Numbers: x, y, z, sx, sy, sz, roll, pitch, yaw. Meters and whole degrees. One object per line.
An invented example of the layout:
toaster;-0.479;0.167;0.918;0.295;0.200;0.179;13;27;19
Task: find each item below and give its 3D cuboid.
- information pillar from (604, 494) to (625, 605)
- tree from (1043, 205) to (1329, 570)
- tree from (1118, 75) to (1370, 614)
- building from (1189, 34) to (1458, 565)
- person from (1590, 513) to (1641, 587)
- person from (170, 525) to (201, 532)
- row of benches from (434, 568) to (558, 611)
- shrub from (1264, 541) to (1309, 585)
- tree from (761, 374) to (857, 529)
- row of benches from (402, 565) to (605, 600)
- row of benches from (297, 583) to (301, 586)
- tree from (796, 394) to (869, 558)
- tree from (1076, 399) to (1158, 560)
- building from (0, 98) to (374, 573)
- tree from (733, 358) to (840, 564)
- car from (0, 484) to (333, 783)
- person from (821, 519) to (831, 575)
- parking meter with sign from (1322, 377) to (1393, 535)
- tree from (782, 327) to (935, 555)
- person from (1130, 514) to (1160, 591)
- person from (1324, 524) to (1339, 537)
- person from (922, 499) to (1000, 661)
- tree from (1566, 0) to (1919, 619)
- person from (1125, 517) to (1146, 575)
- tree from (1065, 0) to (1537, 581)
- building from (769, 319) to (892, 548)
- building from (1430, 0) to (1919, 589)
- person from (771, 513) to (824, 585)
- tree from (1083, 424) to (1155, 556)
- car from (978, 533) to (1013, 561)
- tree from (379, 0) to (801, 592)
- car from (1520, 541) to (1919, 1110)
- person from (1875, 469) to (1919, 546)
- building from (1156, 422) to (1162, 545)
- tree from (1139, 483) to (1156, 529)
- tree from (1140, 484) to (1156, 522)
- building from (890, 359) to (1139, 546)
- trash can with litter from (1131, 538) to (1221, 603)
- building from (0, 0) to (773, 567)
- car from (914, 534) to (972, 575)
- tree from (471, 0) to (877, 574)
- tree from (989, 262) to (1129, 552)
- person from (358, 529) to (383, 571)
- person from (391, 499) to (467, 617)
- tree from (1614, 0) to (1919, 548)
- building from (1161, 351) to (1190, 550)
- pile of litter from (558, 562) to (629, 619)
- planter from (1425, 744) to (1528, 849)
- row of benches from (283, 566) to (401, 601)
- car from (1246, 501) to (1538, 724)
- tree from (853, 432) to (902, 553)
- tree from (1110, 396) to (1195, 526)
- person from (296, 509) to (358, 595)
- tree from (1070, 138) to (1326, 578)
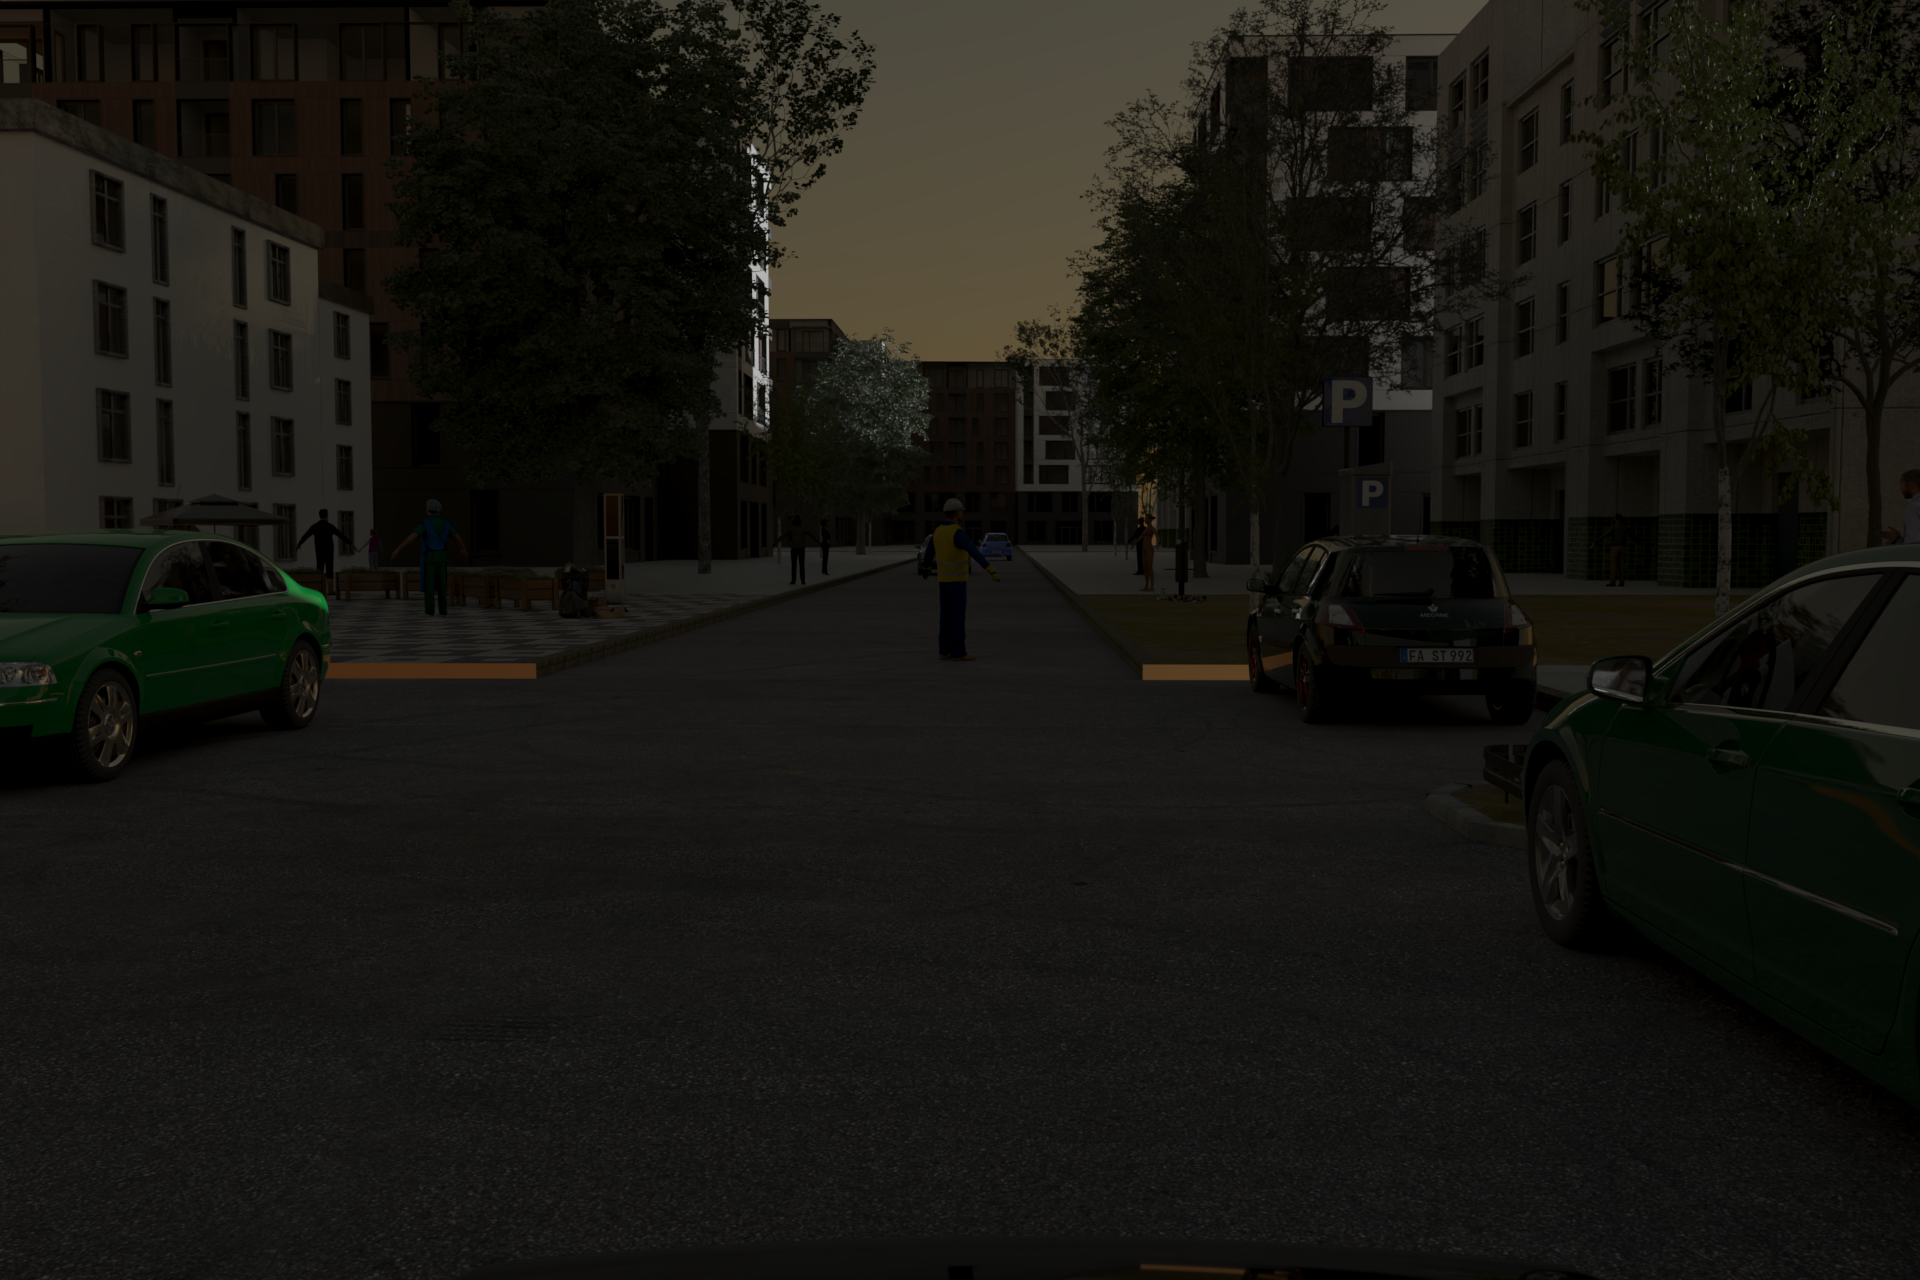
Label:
information pillar;-6.286;-1.652;31.505;0.304;2.012;0.304;0;4;2
tree;8.006;-9.245;61.522;12.009;13.543;11.850;0;3;0
tree;4.928;-4.710;27.372;4.360;8.622;3.978;0;3;0
building;25.351;-14.883;87.309;27.936;21.610;32.646;0;4;1
person;16.077;-2.208;42.370;1.348;1.796;0.705;-1;4;-9
person;-16.883;-1.949;37.627;1.354;1.858;0.705;0;4;3
row of benches;-8.312;-0.918;30.467;1.422;0.672;4.104;-3;5;-39
shrub;4.428;-0.685;22.321;1.383;1.207;1.383;0;3;0
tree;-7.154;-7.908;79.663;4.737;8.622;4.395;0;3;0
row of benches;-8.849;-1.147;34.224;4.104;0.672;1.422;-1;4;-14
row of benches;-10.652;-0.425;22.414;4.104;0.672;1.422;-1;4;-20
tree;-7.579;-8.662;91.989;4.360;8.622;3.978;0;3;0
tree;8.428;-8.256;85.345;4.360;8.622;3.978;0;3;0
building;-21.934;-6.454;47.670;9.099;9.664;28.070;0;4;2
tree;-7.425;-7.516;73.249;4.737;8.622;4.395;0;3;0
car;-5.737;-0.159;11.388;1.959;1.807;4.718;0;4;2
person;-4.140;-2.905;54.217;0.721;1.740;1.216;0;4;-8
parking meter with sign;4.302;-1.360;18.504;0.543;3.016;1.738;0;4;0
tree;-6.249;-12.248;106.912;9.857;13.997;8.962;0;3;0
person;4.158;-1.960;38.847;0.721;1.733;1.217;-1;4;-23
person;8.945;-2.082;40.228;1.347;1.806;0.705;1;4;11
person;-0.054;-0.687;19.658;0.705;1.833;1.349;-3;4;-38
tree;8.870;-4.221;19.368;4.737;8.622;4.395;0;3;0
person;5.675;-2.951;54.467;0.704;1.802;1.346;3;5;41
tree;7.079;-7.777;37.522;12.009;13.543;11.850;0;3;0
building;-22.177;-20.615;181.034;27.936;21.610;32.646;0;4;2
building;25.674;-11.142;48.636;16.747;18.905;31.486;0;4;1
person;-4.123;-2.318;44.020;1.348;1.813;0.705;0;4;3
tree;8.797;-9.183;100.507;4.360;8.622;3.978;0;3;0
car;1.930;-5.136;93.556;1.945;1.707;3.694;0;3;0
tree;-8.444;-8.051;38.296;9.857;13.997;8.962;0;3;0
car;2.940;0.441;4.591;2.131;1.459;4.920;0;4;1
person;8.179;-0.558;15.038;0.709;1.838;0.599;-3;4;-36
building;30.398;-19.319;182.324;16.747;18.905;31.486;0;4;2
tree;23.994;-15.834;209.241;4.360;8.622;3.978;0;3;0
tree;24.902;-16.159;214.561;4.360;8.622;3.978;0;3;0
building;3.712;-22.489;214.127;32.646;21.610;27.936;0;4;-3
trash can with litter;4.196;-1.359;33.274;1.678;1.210;2.233;0;4;1
building;-24.907;-14.610;82.848;27.936;21.610;32.646;0;4;1
car;-0.527;-3.054;61.734;2.131;1.459;4.920;0;4;2
tree;-9.541;-12.247;56.128;12.611;20.169;13.585;0;3;0
tree;8.414;-16.273;121.948;12.611;20.169;13.585;0;3;0
person;-16.487;-2.400;48.501;0.599;1.433;0.991;1;4;20
person;-8.141;-1.261;26.750;0.704;1.817;1.347;3;4;38
tree;13.714;-5.621;26.316;7.601;10.594;8.767;0;4;7
building;27.234;-17.354;150.189;16.747;18.905;31.486;0;4;2
pile of litter;-5.722;-0.789;26.873;1.176;0.858;1.719;0;4;3
planter;3.392;0.769;8.560;1.991;0.319;1.994;0;4;2
row of benches;-12.746;-1.064;32.865;4.104;0.672;1.422;-3;4;-39
car;3.471;-0.285;14.454;2.009;1.686;4.222;0;4;1
tree;-5.978;-10.249;117.931;4.737;8.622;4.395;0;3;0
tree;7.631;-7.447;72.121;4.360;8.622;3.978;0;3;0
person;-13.289;-1.842;36.258;1.346;1.812;0.704;0;4;5
tree;6.893;-8.068;50.032;7.486;12.596;7.792;0;3;0
